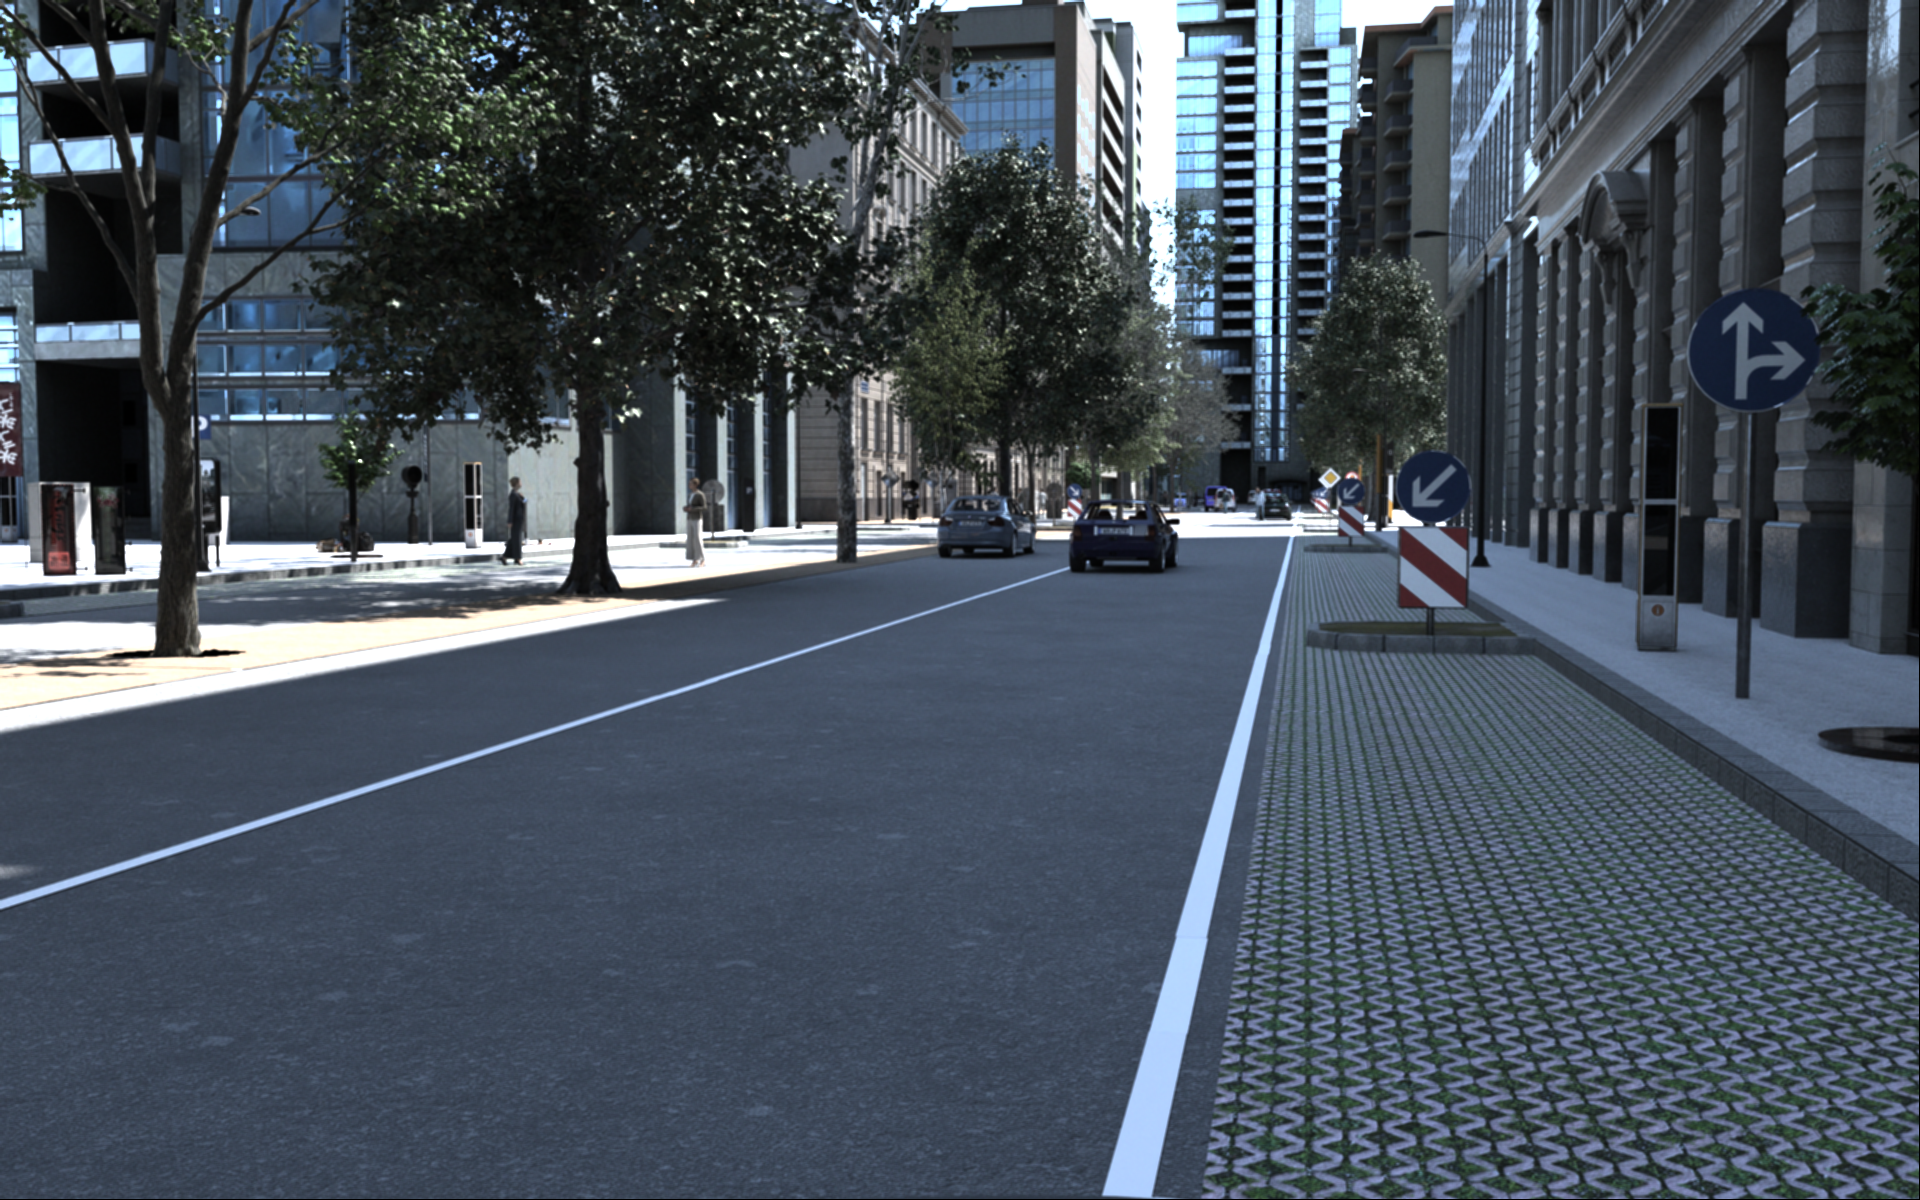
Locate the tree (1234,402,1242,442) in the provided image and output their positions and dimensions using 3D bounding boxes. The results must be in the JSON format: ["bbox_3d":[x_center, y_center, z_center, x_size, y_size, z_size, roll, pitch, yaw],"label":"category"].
[{"bbox_3d":[12.956,-12.355,114.824,12.009,13.543,11.850,0,3,0],"label":"tree"}]

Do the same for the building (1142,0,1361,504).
[{"bbox_3d":[41.932,-56.725,240.121,31.000,86.520,22.319,1,4,11],"label":"building"}]

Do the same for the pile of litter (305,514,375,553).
[{"bbox_3d":[-13.678,-1.484,38.227,1.719,0.858,1.176,-3,5,-44],"label":"pile of litter"}]

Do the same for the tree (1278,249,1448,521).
[{"bbox_3d":[19.618,-10.040,81.157,9.611,12.733,9.660,0,3,0],"label":"tree"}]

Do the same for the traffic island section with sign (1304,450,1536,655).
[{"bbox_3d":[4.308,-0.475,16.402,1.989,1.847,2.006,1,4,11],"label":"traffic island section with sign"}]

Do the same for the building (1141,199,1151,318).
[{"bbox_3d":[19.018,-34.143,241.831,14.086,41.232,14.154,1,4,11],"label":"building"}]

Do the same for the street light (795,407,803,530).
[{"bbox_3d":[-5.297,-5.500,62.460,1.470,5.913,1.316,1,4,11],"label":"street light"}]

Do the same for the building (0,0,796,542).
[{"bbox_3d":[-23.697,-45.468,56.067,31.000,86.520,22.319,1,4,11],"label":"building"}]

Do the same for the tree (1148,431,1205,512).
[{"bbox_3d":[17.309,-11.191,135.793,4.737,8.622,4.395,0,3,0],"label":"tree"}]

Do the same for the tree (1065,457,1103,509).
[{"bbox_3d":[10.588,-10.049,148.015,4.285,4.588,4.351,0,3,0],"label":"tree"}]

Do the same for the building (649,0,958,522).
[{"bbox_3d":[-7.922,-17.933,90.473,12.463,27.353,25.104,1,4,11],"label":"building"}]

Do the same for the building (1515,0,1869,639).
[{"bbox_3d":[13.931,-11.864,22.850,11.050,23.489,19.941,1,4,11],"label":"building"}]

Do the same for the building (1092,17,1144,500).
[{"bbox_3d":[8.164,-41.207,215.740,28.212,58.520,21.231,1,4,11],"label":"building"}]

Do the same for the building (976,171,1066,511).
[{"bbox_3d":[1.020,-20.622,134.430,12.463,27.353,25.104,1,4,11],"label":"building"}]

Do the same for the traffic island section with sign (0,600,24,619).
[{"bbox_3d":[-12.006,-0.687,19.855,1.989,1.847,2.006,1,4,11],"label":"traffic island section with sign"}]

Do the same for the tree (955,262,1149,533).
[{"bbox_3d":[2.736,-7.699,62.745,8.767,10.594,7.601,1,4,11],"label":"tree"}]

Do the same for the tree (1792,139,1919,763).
[{"bbox_3d":[5.000,-0.852,8.530,1.663,3.219,1.824,0,3,0],"label":"tree"}]

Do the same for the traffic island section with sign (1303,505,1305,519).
[{"bbox_3d":[9.543,-2.093,42.846,1.989,1.847,2.006,1,4,11],"label":"traffic island section with sign"}]

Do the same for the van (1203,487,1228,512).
[{"bbox_3d":[21.053,-8.417,142.001,2.240,2.365,5.245,1,4,9],"label":"van"}]

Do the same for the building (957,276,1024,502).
[{"bbox_3d":[-2.016,-15.138,112.142,10.561,19.102,19.286,1,4,11],"label":"building"}]

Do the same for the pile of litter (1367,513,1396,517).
[{"bbox_3d":[24.010,-5.175,98.568,1.719,0.858,1.176,0,4,3],"label":"pile of litter"}]

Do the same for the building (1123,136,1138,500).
[{"bbox_3d":[12.080,-31.207,193.823,14.154,41.232,14.086,1,4,11],"label":"building"}]

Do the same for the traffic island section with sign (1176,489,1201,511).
[{"bbox_3d":[19.599,-8.569,148.246,2.006,1.907,1.989,1,4,11],"label":"traffic island section with sign"}]

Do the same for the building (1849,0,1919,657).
[{"bbox_3d":[10.986,-9.178,4.805,10.420,20.320,16.860,1,4,11],"label":"building"}]

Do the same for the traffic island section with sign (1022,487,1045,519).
[{"bbox_3d":[3.894,-5.600,100.181,1.989,1.847,2.006,1,4,11],"label":"traffic island section with sign"}]

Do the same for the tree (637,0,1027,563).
[{"bbox_3d":[-3.386,-10.899,36.547,12.611,20.169,13.585,0,3,0],"label":"tree"}]

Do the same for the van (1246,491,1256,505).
[{"bbox_3d":[37.550,-13.090,221.027,2.013,2.044,4.112,1,4,10],"label":"van"}]

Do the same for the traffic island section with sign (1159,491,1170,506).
[{"bbox_3d":[24.111,-11.847,202.318,1.989,1.847,2.006,1,4,11],"label":"traffic island section with sign"}]

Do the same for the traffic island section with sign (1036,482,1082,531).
[{"bbox_3d":[3.570,-3.616,67.265,2.006,1.907,1.989,1,4,11],"label":"traffic island section with sign"}]

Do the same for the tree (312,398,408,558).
[{"bbox_3d":[-12.320,-2.475,35.071,1.663,3.219,1.824,0,3,0],"label":"tree"}]

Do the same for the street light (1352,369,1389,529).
[{"bbox_3d":[15.264,-5.621,64.447,1.470,5.913,1.316,1,4,11],"label":"street light"}]

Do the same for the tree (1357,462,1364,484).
[{"bbox_3d":[29.757,-10.856,127.859,4.360,8.622,3.978,0,3,0],"label":"tree"}]

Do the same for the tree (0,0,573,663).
[{"bbox_3d":[-6.811,-5.294,14.763,9.928,11.665,9.643,0,3,0],"label":"tree"}]

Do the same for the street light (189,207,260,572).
[{"bbox_3d":[-12.026,-3.412,28.328,1.470,5.913,1.316,1,4,11],"label":"street light"}]

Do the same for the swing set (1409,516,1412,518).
[{"bbox_3d":[25.822,-5.902,94.123,3.119,2.851,2.862,1,4,12],"label":"swing set"}]

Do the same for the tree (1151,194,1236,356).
[{"bbox_3d":[9.503,-14.918,102.256,12.611,20.169,13.585,0,3,0],"label":"tree"}]

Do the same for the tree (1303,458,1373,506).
[{"bbox_3d":[32.158,-13.820,144.083,7.486,12.596,7.792,0,3,0],"label":"tree"}]

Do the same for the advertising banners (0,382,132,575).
[{"bbox_3d":[-14.203,-1.903,27.298,2.074,3.025,0.090,-1,4,-9],"label":"advertising banners"}]

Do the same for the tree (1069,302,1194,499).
[{"bbox_3d":[8.356,-10.423,91.008,7.486,12.596,7.792,0,3,0],"label":"tree"}]

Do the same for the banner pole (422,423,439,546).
[{"bbox_3d":[-13.252,-3.245,43.071,0.401,3.779,0.863,-2,4,-28],"label":"banner pole"}]

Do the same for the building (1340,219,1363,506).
[{"bbox_3d":[47.252,-25.110,182.242,14.160,30.474,14.107,1,4,11],"label":"building"}]

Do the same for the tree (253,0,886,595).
[{"bbox_3d":[-5.294,-6.439,24.748,9.611,12.733,9.660,0,3,0],"label":"tree"}]

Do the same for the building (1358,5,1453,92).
[{"bbox_3d":[47.860,-30.899,159.824,22.147,44.769,28.867,1,4,11],"label":"building"}]

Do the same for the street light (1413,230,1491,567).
[{"bbox_3d":[8.672,-3.549,30.559,1.470,5.913,1.316,1,4,11],"label":"street light"}]

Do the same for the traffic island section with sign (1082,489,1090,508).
[{"bbox_3d":[9.271,-7.261,127.350,1.989,1.847,2.006,1,4,11],"label":"traffic island section with sign"}]

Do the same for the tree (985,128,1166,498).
[{"bbox_3d":[1.438,-8.233,54.078,9.611,12.733,9.660,0,3,0],"label":"tree"}]

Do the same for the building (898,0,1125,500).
[{"bbox_3d":[4.986,-33.831,176.845,21.300,48.544,21.600,1,4,11],"label":"building"}]

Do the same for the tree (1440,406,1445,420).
[{"bbox_3d":[32.004,-10.163,116.526,4.360,8.622,3.978,0,3,0],"label":"tree"}]

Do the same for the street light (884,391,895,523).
[{"bbox_3d":[-2.665,-6.337,76.150,1.470,5.913,1.316,1,4,11],"label":"street light"}]

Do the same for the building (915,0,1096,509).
[{"bbox_3d":[4.646,-31.077,158.227,14.600,45.320,14.200,1,4,11],"label":"building"}]

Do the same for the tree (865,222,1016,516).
[{"bbox_3d":[-0.444,-5.653,45.246,4.737,8.622,4.395,0,3,0],"label":"tree"}]

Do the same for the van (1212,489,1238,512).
[{"bbox_3d":[21.000,-7.963,137.198,2.013,2.044,4.112,1,4,10],"label":"van"}]

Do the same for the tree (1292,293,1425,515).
[{"bbox_3d":[25.324,-12.288,107.564,9.857,13.997,8.962,0,3,0],"label":"tree"}]

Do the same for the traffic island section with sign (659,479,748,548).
[{"bbox_3d":[-6.760,-2.307,46.344,1.989,1.847,2.006,1,4,11],"label":"traffic island section with sign"}]

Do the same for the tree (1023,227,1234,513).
[{"bbox_3d":[6.140,-10.190,79.438,12.009,13.543,11.850,0,3,0],"label":"tree"}]

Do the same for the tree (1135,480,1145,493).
[{"bbox_3d":[21.331,-12.792,203.753,1.663,3.219,1.824,0,3,0],"label":"tree"}]

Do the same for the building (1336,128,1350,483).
[{"bbox_3d":[55.398,-33.529,202.824,22.147,44.769,28.867,1,4,11],"label":"building"}]

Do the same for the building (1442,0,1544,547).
[{"bbox_3d":[20.073,-16.469,46.753,11.434,29.767,29.804,1,4,11],"label":"building"}]

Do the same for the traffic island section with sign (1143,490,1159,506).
[{"bbox_3d":[18.866,-10.229,175.876,1.989,1.847,2.006,1,4,11],"label":"traffic island section with sign"}]
